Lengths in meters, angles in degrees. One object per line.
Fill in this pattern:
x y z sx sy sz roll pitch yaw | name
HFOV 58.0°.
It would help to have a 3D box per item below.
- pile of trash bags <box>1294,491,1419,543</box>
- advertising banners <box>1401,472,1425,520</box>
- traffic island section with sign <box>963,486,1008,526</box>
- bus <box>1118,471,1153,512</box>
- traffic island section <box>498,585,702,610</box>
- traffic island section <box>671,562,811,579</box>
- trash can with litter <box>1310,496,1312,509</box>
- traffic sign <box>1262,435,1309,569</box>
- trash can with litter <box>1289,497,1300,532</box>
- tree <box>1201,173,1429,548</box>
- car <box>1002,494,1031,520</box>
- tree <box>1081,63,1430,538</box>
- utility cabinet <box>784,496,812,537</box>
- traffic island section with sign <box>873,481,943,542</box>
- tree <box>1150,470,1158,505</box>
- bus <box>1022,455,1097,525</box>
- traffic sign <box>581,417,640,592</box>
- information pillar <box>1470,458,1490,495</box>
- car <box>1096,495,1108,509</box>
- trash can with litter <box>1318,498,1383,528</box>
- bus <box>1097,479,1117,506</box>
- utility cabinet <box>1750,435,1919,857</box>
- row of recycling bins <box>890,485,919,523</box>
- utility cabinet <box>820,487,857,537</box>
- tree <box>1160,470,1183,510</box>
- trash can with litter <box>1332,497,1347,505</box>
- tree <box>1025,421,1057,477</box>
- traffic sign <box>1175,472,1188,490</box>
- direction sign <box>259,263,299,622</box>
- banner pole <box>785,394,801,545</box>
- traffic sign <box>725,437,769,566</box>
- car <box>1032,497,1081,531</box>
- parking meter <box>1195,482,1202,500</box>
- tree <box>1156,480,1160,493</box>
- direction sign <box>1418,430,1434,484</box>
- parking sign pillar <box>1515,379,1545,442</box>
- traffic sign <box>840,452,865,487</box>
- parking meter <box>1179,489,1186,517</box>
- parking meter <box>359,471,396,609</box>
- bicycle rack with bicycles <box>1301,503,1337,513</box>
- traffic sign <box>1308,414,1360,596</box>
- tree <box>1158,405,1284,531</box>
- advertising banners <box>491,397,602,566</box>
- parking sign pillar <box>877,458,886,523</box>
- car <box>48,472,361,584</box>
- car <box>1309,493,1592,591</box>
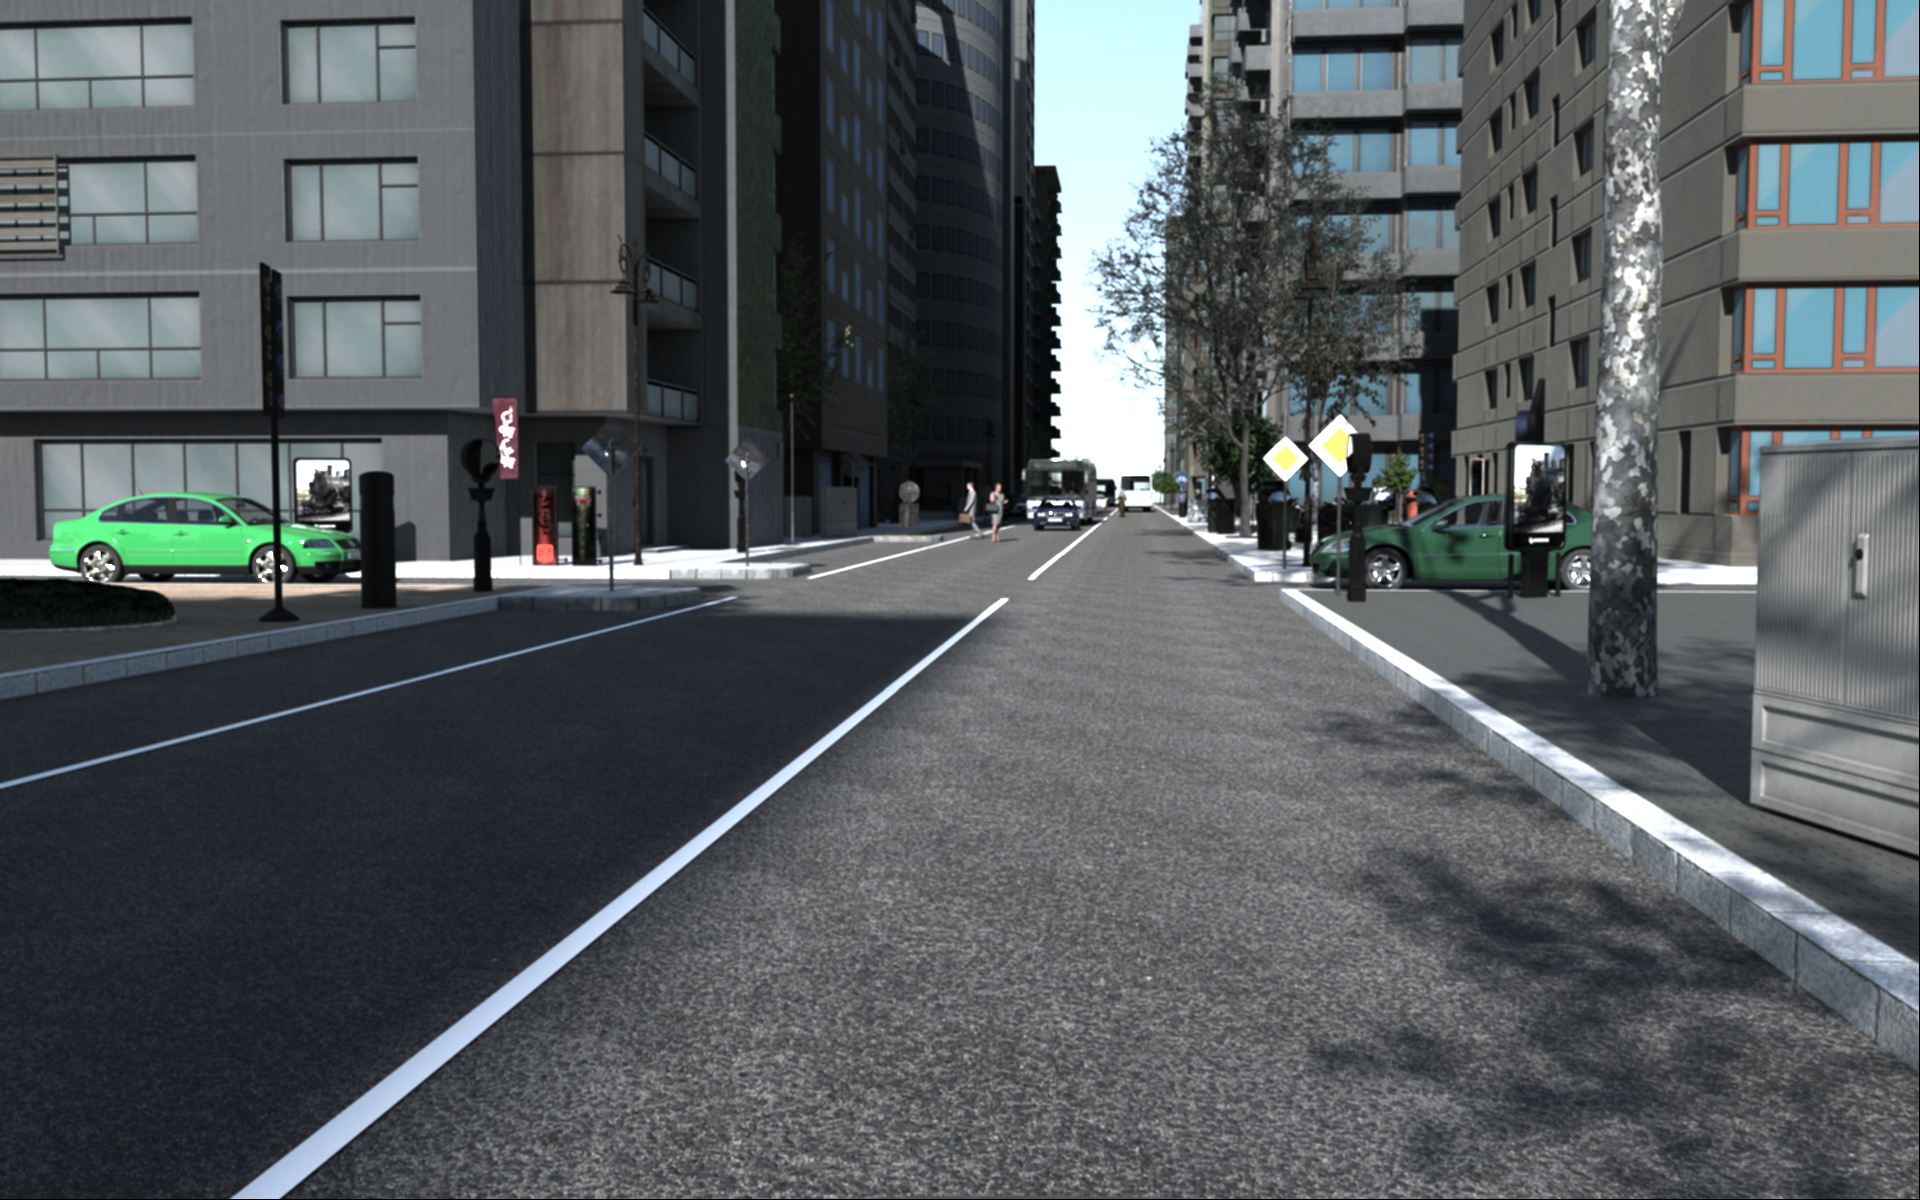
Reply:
10.656 -2.197 45.673 3.447 1.369 1.912 0 4 -5 | pile of trash bags
16.501 -4.074 62.805 0.090 3.025 2.074 -1 4 -10 | advertising banners
1.201 -4.348 79.718 1.989 1.847 2.006 0 4 6 | traffic island section with sign
14.442 -9.024 142.396 2.948 3.499 13.247 0 4 6 | bus
-4.606 -0.032 22.799 2.009 0.180 2.903 0 4 6 | traffic island section
-3.796 -0.518 30.743 2.009 0.180 2.903 0 4 6 | traffic island section
14.151 -3.637 70.523 1.678 1.210 2.233 -3 5 -40 | trash can with litter
5.572 -1.594 29.710 0.795 2.450 0.064 0 4 6 | traffic sign
10.826 -2.836 57.756 1.055 1.170 0.624 1 4 14 | trash can with litter
8.618 -5.534 40.837 4.360 8.622 3.978 0 3 0 | tree
3.177 -5.333 96.980 2.009 1.686 4.222 0 4 4 | car
8.211 -8.561 50.345 12.009 13.543 11.850 0 3 0 | tree
-4.846 -2.496 51.963 0.306 1.237 1.020 -3 5 -43 | utility cabinet
-1.543 -2.708 52.902 1.989 1.847 2.006 0 4 6 | traffic island section with sign
24.478 -13.918 211.279 4.285 4.588 4.351 0 3 0 | tree
4.911 -5.340 82.172 2.948 3.499 13.247 0 4 7 | bus
-4.582 -1.168 22.735 0.795 2.450 0.064 0 4 6 | traffic sign
10.734 -1.915 35.796 0.304 2.012 0.304 3 5 41 | information pillar
13.250 -9.482 167.392 2.083 1.381 4.827 0 4 4 | car
8.049 -1.313 32.526 2.233 1.210 1.678 2 4 25 | trash can with litter
17.002 -12.791 203.990 2.948 3.499 13.247 0 4 5 | bus
3.422 0.136 6.458 0.318 1.500 1.173 0 4 -6 | utility cabinet
-2.533 -4.329 77.888 1.069 1.692 3.534 1 4 8 | row of recycling bins
-3.573 -2.600 51.194 1.173 1.500 0.318 -3 5 -43 | utility cabinet
17.084 -8.779 138.138 1.663 3.219 1.824 0 3 0 | tree
16.055 -3.733 72.422 1.055 1.170 0.624 -3 4 -38 | trash can with litter
7.719 -13.667 173.824 4.737 8.622 4.395 0 3 0 | tree
12.980 -6.194 101.371 0.768 2.556 0.104 0 4 6 | traffic sign
-6.902 -1.557 17.451 0.379 3.537 0.876 -1 4 -10 | direction sign
-4.221 -3.277 43.590 0.401 3.779 0.863 0 4 -6 | banner pole
-3.772 -1.654 30.679 0.795 2.450 0.064 0 4 6 | traffic sign
3.875 -3.446 68.915 1.945 1.354 3.894 0 4 6 | car
11.376 -4.709 82.696 0.255 1.863 0.399 1 4 22 | parking meter
23.674 -12.706 202.348 1.663 3.219 1.824 0 3 0 | tree
16.454 -4.232 61.188 0.379 3.537 0.876 -1 4 -20 | direction sign
13.163 -3.153 40.022 1.447 3.967 1.447 2 4 27 | parking sign pillar
-3.260 -3.212 52.626 0.768 2.556 0.104 0 4 6 | traffic sign
12.276 -5.329 95.536 0.372 1.533 0.369 0 3 0 | parking meter
-6.570 -0.681 19.543 0.372 1.533 0.369 0 3 0 | parking meter
14.253 -3.218 65.996 2.852 0.926 2.925 -2 4 -30 | bicycle rack with bicycles
4.762 -1.108 21.766 0.795 2.450 0.064 0 4 6 | traffic sign
10.113 -4.711 60.743 4.285 4.588 4.351 0 3 0 | tree
-7.435 -2.135 31.096 2.074 3.025 0.090 1 4 13 | advertising banners
-4.075 -5.496 78.332 1.447 3.967 1.447 1 4 22 | parking sign pillar
-11.778 -1.130 27.269 4.718 1.807 1.959 0 4 4 | car
7.731 -0.863 25.914 4.920 1.459 2.131 0 4 7 | car
